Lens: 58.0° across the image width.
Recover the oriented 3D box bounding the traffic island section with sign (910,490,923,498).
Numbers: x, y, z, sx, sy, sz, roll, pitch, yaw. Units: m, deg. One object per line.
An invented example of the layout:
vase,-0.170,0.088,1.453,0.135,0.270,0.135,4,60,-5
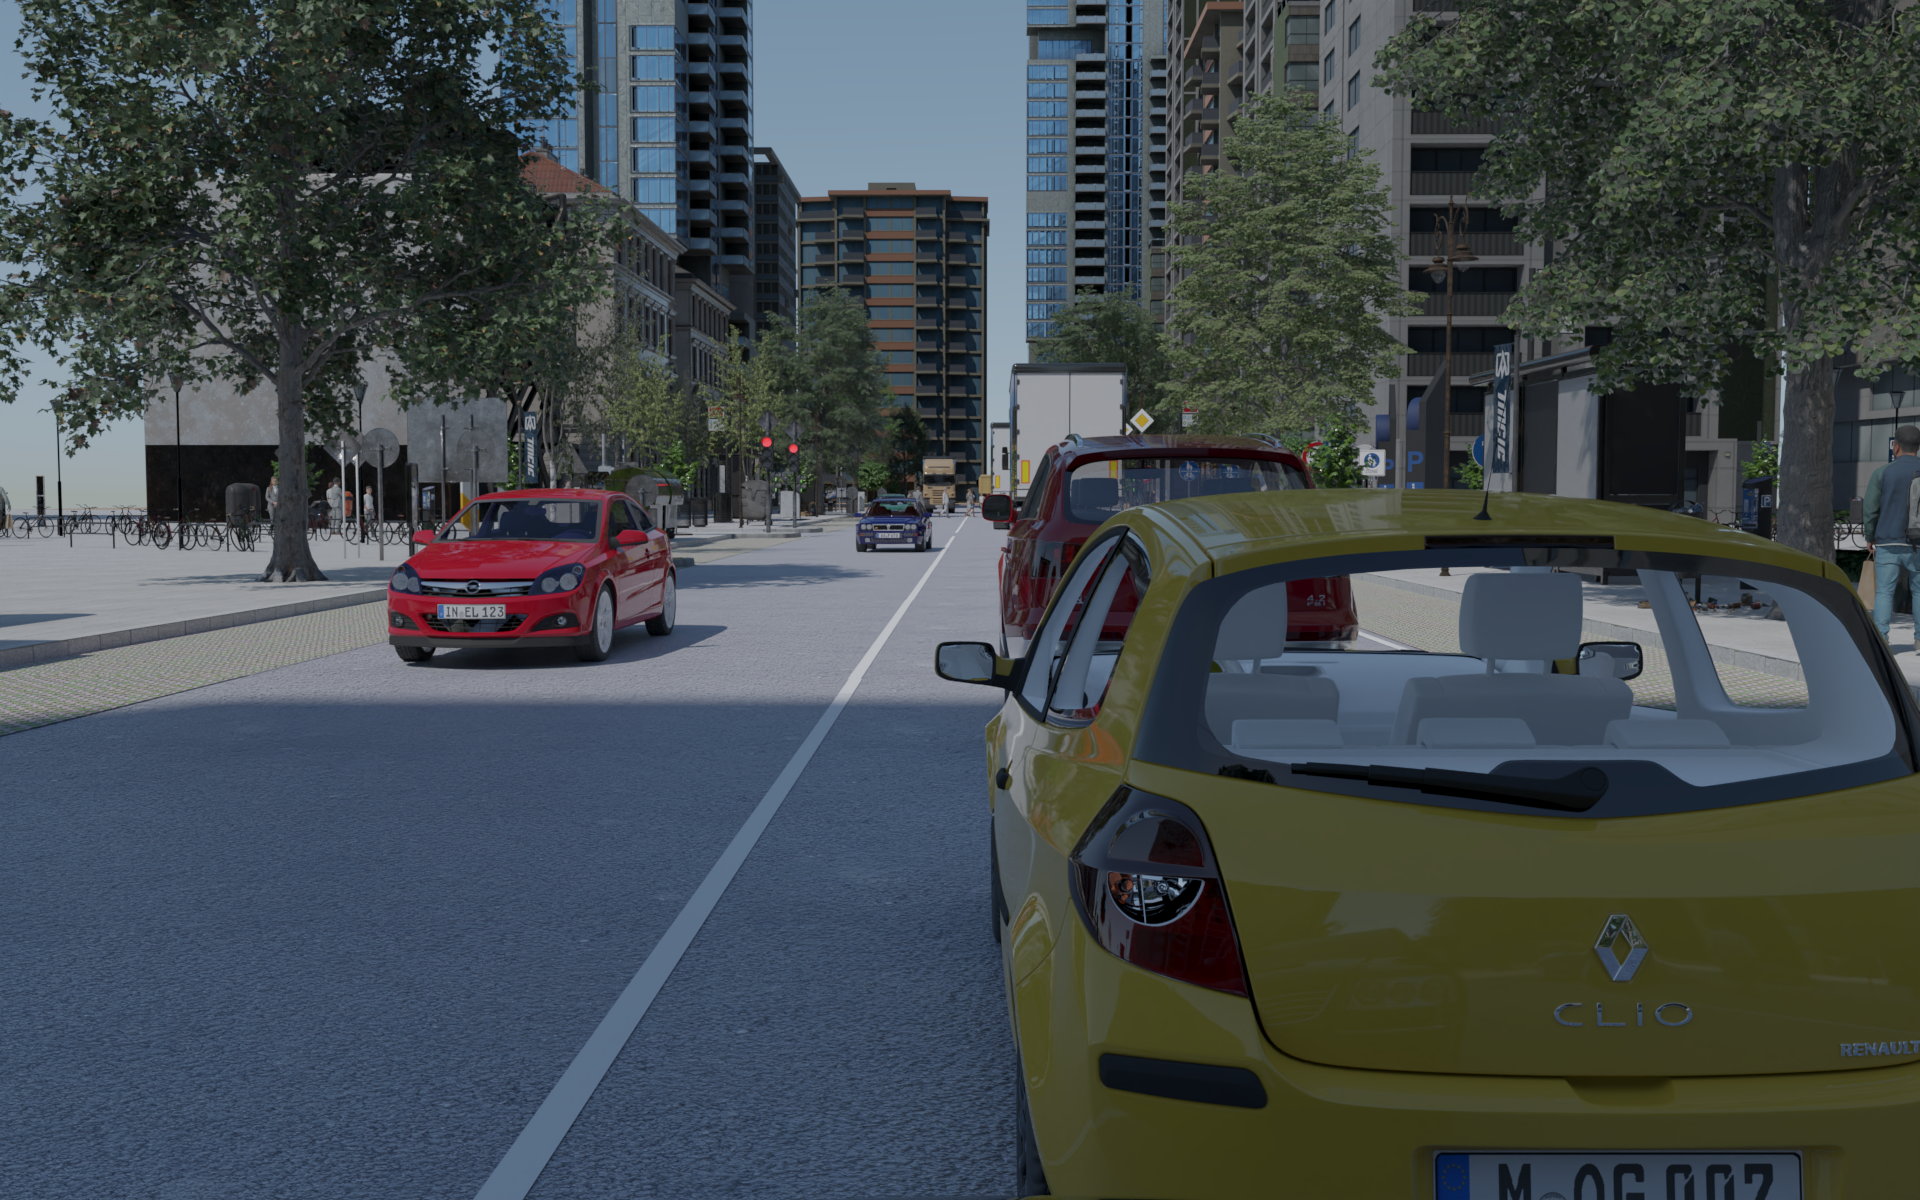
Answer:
traffic island section with sign,-4.558,-9.734,167.775,1.989,1.847,2.006,0,4,1

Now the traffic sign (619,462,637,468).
traffic sign,-10.591,-3.251,55.288,0.606,2.300,0.079,0,4,6

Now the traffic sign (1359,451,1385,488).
traffic sign,9.546,-2.329,40.212,0.606,2.300,0.079,1,4,9

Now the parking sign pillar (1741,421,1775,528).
parking sign pillar,29.928,-4.657,64.616,1.447,3.967,1.447,2,4,25

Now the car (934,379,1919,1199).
car,0.935,0.358,4.377,2.015,1.641,3.980,0,3,0

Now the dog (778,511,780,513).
dog,-11.967,-6.022,116.203,0.550,0.427,0.748,-1,4,-10

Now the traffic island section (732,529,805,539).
traffic island section,-6.348,-2.138,57.232,2.009,0.180,2.903,0,4,1

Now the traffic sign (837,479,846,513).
traffic sign,-8.014,-7.051,117.407,0.606,2.300,0.079,0,4,4

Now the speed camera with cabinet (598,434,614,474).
speed camera with cabinet,-11.604,-3.797,56.421,0.660,3.252,2.038,0,4,5

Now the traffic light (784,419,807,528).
traffic light,-6.202,-4.658,65.081,0.839,4.253,0.868,0,4,1

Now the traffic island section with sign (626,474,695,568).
traffic island section with sign,-6.321,-1.566,34.227,1.989,1.847,2.006,0,4,1

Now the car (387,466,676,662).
car,-3.873,-0.436,16.164,2.155,1.783,4.494,0,4,2

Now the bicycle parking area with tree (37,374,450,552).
bicycle parking area with tree,-16.851,-3.410,42.762,8.231,4.147,9.016,-3,5,-44

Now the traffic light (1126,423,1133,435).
traffic light,6.059,-4.649,64.935,0.839,4.253,0.868,0,4,1

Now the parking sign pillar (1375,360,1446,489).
parking sign pillar,9.307,-2.815,34.492,1.447,3.967,1.447,3,4,36

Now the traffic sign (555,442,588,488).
traffic sign,-9.800,-2.665,43.568,0.884,2.594,0.081,0,4,1

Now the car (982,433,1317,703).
car,1.286,-0.190,11.777,2.281,1.827,5.304,0,4,1

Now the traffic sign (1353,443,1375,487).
traffic sign,10.067,-2.635,43.194,0.768,2.556,0.104,0,4,4

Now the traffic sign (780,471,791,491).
traffic sign,-9.624,-5.862,95.955,0.768,2.556,0.104,0,4,8

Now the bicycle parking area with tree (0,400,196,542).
bicycle parking area with tree,-29.979,-4.012,52.594,8.231,4.147,9.016,1,4,17

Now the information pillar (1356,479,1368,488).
information pillar,13.147,-3.192,56.674,0.304,2.012,0.304,-3,5,-43

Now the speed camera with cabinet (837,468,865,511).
speed camera with cabinet,-8.075,-8.179,128.063,2.038,3.252,0.660,0,4,-5

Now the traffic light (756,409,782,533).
traffic light,-6.308,-4.170,57.097,0.839,4.253,0.868,0,4,1

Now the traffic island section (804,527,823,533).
traffic island section,-6.242,-2.626,65.216,2.009,0.180,2.903,0,4,1

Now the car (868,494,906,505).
car,-3.190,-4.218,80.758,2.131,1.459,4.920,0,4,0

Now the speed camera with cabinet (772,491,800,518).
speed camera with cabinet,-9.659,-6.037,93.048,2.038,3.252,0.660,-1,4,-20

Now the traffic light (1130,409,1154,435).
traffic light,5.953,-4.161,56.950,0.839,4.253,0.868,0,4,1

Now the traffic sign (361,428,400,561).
traffic sign,-11.144,-2.030,33.303,0.768,2.556,0.104,0,4,7

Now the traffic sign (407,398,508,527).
traffic sign,-10.657,-2.620,36.707,2.265,3.308,0.079,1,4,10

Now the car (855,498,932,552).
car,-1.651,-1.920,43.965,1.945,1.354,3.894,0,4,3

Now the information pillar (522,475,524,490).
information pillar,-16.701,-3.737,65.596,0.304,2.012,0.304,2,4,32

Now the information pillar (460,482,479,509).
information pillar,-11.972,-3.116,42.300,0.183,3.616,0.504,3,4,38

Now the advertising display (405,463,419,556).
advertising display,-11.372,-1.882,35.985,0.123,1.923,0.974,-1,4,-9

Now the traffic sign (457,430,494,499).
traffic sign,-9.602,-2.093,34.321,0.768,2.556,0.104,0,4,5

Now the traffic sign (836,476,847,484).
traffic sign,-8.144,-7.293,119.338,0.768,2.556,0.104,1,4,10

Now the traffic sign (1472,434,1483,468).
traffic sign,10.889,-2.171,35.595,0.768,2.556,0.104,0,4,3

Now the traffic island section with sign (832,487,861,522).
traffic island section with sign,-5.579,-4.993,90.260,1.989,1.847,2.006,0,4,1

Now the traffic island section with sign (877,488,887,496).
traffic island section with sign,-5.219,-6.643,117.246,1.989,1.847,2.006,0,4,1

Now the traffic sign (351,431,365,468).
traffic sign,-12.143,-2.151,34.901,0.795,2.593,0.064,0,4,7

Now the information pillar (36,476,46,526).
information pillar,-36.587,-3.942,68.938,0.304,2.012,0.304,-2,4,-25

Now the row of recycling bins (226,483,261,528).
row of recycling bins,-27.699,-3.655,66.868,1.069,1.692,3.534,-1,4,-14

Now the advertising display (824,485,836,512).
advertising display,-9.321,-7.295,124.488,0.974,1.923,0.123,-3,4,-37

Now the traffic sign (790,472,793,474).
traffic sign,-9.514,-5.969,97.694,0.768,2.556,0.104,0,4,6

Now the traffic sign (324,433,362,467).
traffic sign,-12.168,-2.107,34.175,0.795,2.593,0.064,0,4,2

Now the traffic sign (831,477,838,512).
traffic sign,-9.022,-7.728,126.463,0.768,2.556,0.104,0,4,8

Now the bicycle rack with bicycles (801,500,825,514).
bicycle rack with bicycles,-9.572,-5.717,106.859,2.925,0.926,2.852,-1,4,-16

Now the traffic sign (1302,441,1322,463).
traffic sign,8.657,-2.560,41.970,0.768,2.556,0.104,0,4,6

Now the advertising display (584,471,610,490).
advertising display,-10.270,-2.682,49.062,0.123,1.923,0.974,2,4,27

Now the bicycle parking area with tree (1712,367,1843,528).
bicycle parking area with tree,20.783,-3.051,36.890,9.016,4.147,8.231,0,4,-7
